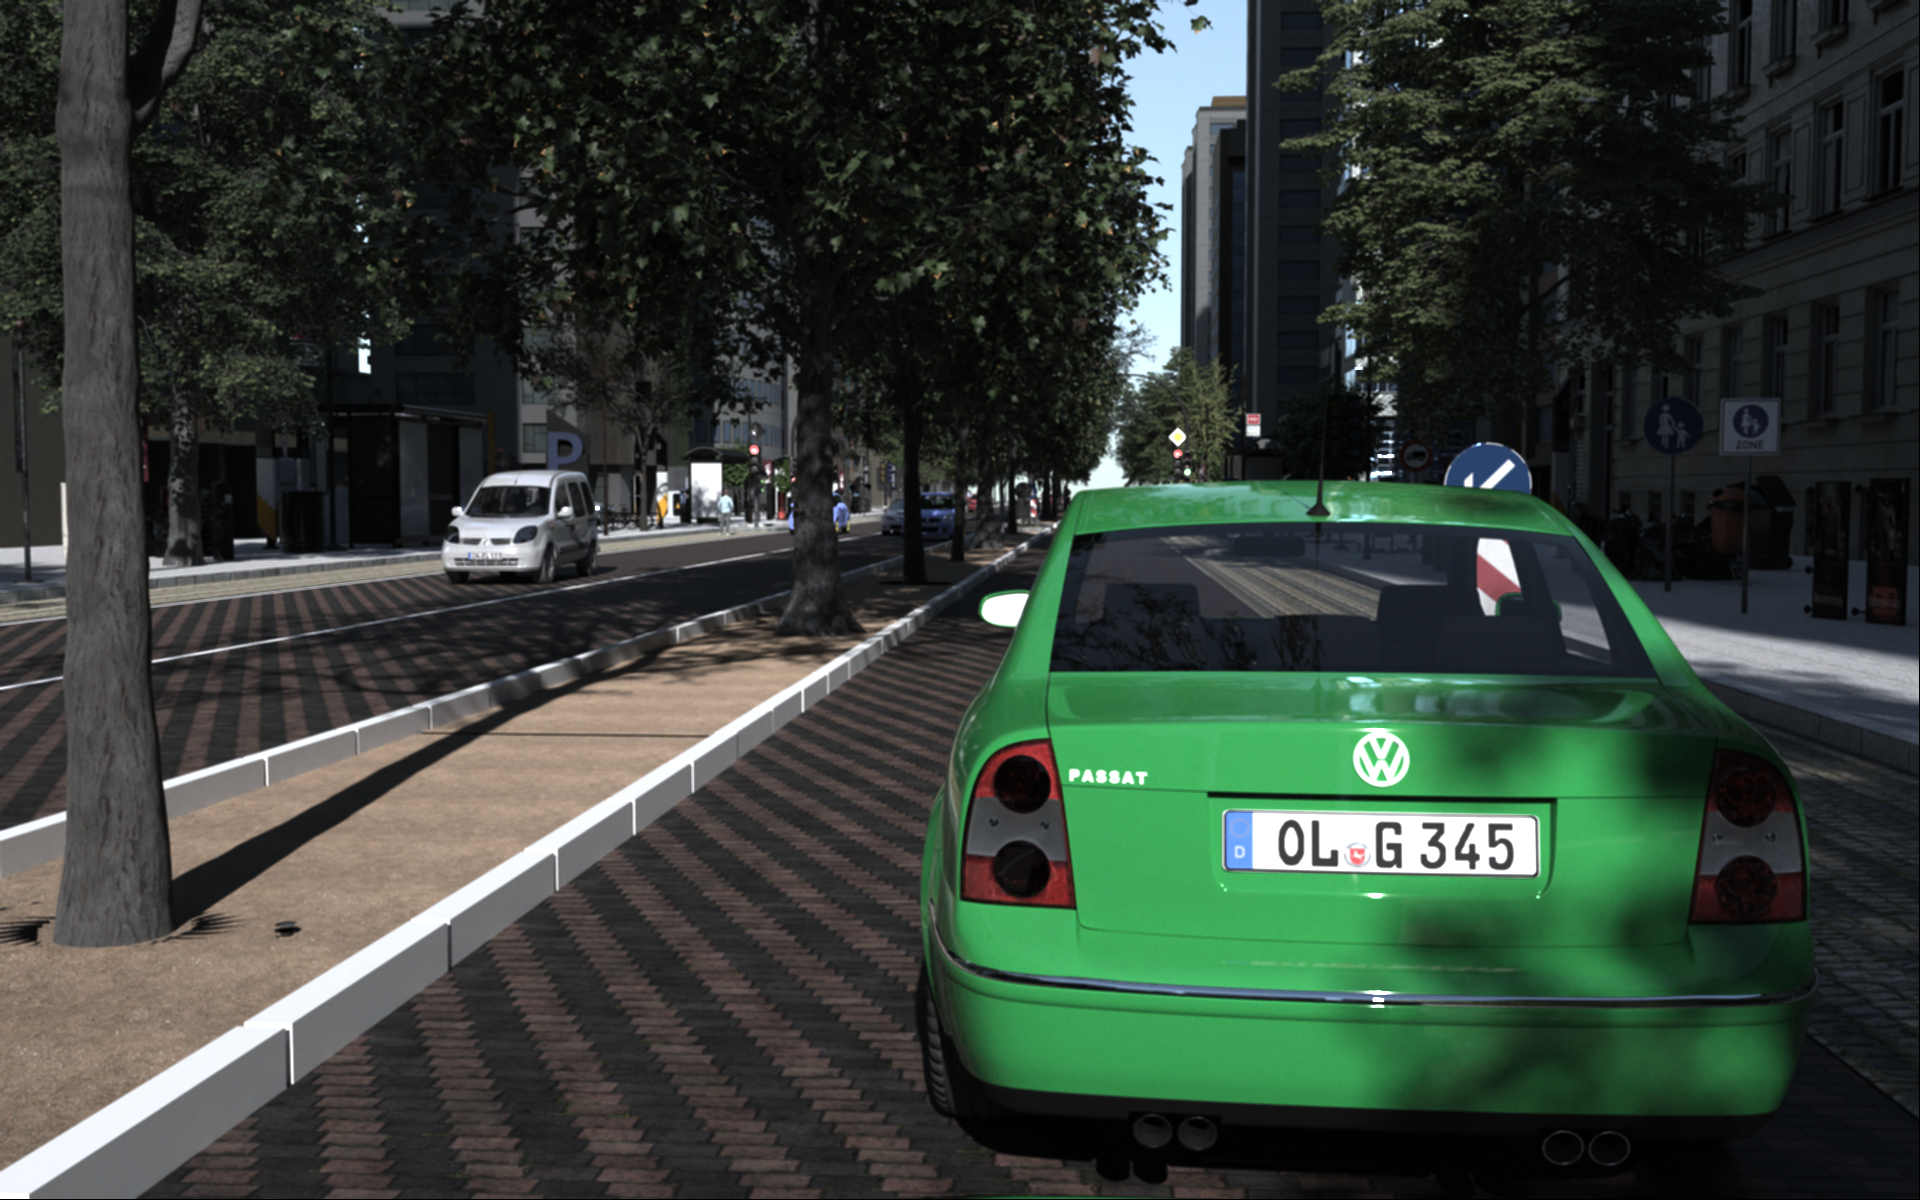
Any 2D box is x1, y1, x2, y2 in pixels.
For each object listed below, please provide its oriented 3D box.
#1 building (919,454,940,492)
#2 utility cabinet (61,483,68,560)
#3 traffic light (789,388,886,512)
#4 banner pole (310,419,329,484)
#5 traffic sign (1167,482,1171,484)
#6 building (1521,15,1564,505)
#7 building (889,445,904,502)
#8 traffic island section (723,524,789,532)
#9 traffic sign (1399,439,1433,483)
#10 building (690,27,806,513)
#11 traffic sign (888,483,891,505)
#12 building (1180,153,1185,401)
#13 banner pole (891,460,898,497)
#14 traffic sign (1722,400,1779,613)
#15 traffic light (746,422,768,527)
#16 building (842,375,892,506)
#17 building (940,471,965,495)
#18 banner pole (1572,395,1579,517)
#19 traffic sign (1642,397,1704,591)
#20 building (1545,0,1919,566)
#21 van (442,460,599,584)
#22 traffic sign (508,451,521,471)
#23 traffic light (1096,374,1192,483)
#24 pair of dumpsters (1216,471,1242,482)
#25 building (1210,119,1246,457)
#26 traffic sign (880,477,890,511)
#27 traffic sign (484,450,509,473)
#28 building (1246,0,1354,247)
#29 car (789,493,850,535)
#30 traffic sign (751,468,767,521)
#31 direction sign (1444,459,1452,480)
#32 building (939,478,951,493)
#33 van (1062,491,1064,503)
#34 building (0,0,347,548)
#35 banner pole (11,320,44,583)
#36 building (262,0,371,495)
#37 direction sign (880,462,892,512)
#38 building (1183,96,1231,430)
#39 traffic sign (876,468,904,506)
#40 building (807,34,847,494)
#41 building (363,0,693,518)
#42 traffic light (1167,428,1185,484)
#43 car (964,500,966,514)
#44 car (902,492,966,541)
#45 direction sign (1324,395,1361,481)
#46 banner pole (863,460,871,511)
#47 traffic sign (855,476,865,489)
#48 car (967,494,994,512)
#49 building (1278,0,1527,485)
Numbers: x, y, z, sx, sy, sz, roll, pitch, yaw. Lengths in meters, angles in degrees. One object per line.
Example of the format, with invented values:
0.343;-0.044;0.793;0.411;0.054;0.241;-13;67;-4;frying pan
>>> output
-10.602;-29.232;249.642;14.160;30.474;14.107;0;4;5;building
-17.174;-1.545;33.942;0.318;1.500;1.173;0;4;-4;utility cabinet
-5.106;-6.115;74.648;4.771;5.953;1.251;0;4;5;traffic light
-18.541;-3.702;50.538;0.863;3.779;0.401;-3;4;-38;banner pole
15.087;-7.532;123.251;0.768;2.556;0.104;1;4;14;traffic sign
42.959;-26.561;88.897;28.867;44.769;22.147;0;4;5;building
-13.983;-31.622;200.608;14.154;41.232;14.086;0;4;5;building
-7.893;-2.733;66.964;2.009;0.180;2.903;0;4;5;traffic island section
10.589;-2.457;40.273;0.768;2.556;0.104;1;4;14;traffic sign
-23.741;-35.636;124.643;21.231;58.520;28.212;0;4;5;building
-5.164;-7.871;128.798;0.768;2.556;0.104;0;4;5;traffic sign
47.624;-45.798;290.801;21.231;58.520;28.212;0;4;5;building
-4.775;-8.398;127.317;0.863;3.779;0.401;3;4;36;banner pole
8.445;-1.006;18.582;0.606;2.300;0.079;0;4;8;traffic sign
-7.854;-4.765;66.826;0.839;4.253;0.868;0;4;5;traffic light
-22.642;-20.507;180.331;27.650;21.520;28.899;0;4;5;building
-13.315;-27.356;292.315;27.650;21.520;28.899;0;4;5;building
15.486;-3.279;43.623;0.401;3.779;0.863;1;4;19;banner pole
9.343;-1.387;22.783;0.768;2.556;0.104;0;4;7;traffic sign
25.167;-12.669;40.416;16.112;22.955;30.059;0;4;5;building
-7.287;-1.339;28.912;2.013;2.044;4.112;0;4;3;van
-13.457;-3.179;51.980;0.884;2.594;0.081;1;4;10;traffic sign
6.461;-5.557;65.526;4.771;5.953;1.251;0;4;5;traffic light
11.859;-4.503;76.115;1.574;2.255;4.437;0;4;5;pair of dumpsters
37.451;-34.077;207.271;14.600;45.320;14.200;0;4;5;building
-5.501;-7.750;126.812;0.768;2.556;0.104;1;4;14;traffic sign
-13.543;-3.091;50.637;0.768;2.556;0.104;0;4;8;traffic sign
37.210;-37.883;161.384;21.231;58.520;28.212;0;4;5;building
-5.009;-3.192;61.781;1.945;1.707;3.694;0;4;6;car
-9.399;-4.948;81.006;0.768;2.556;0.104;1;4;10;traffic sign
31.455;-7.276;110.967;0.876;3.537;0.379;0;4;6;direction sign
-11.972;-50.621;265.896;20.563;71.187;20.611;0;4;5;building
12.659;-13.194;222.724;2.013;2.044;4.112;0;4;3;van
-34.093;-24.019;47.338;28.867;44.769;22.147;0;4;5;building
-13.414;-2.124;24.742;0.401;3.779;0.863;-1;4;-18;banner pole
-50.435;-31.114;97.952;27.495;52.752;28.713;0;4;5;building
-5.244;-7.977;122.413;0.876;3.537;0.379;0;4;3;direction sign
45.659;-44.080;262.707;21.231;58.520;28.212;0;4;5;building
-5.355;-8.571;134.009;2.265;3.308;0.079;1;4;10;traffic sign
-18.287;-31.043;157.665;14.600;45.320;14.200;0;4;5;building
-23.445;-19.851;96.271;14.160;30.474;14.107;0;4;5;building
9.209;-5.170;73.454;0.839;4.253;0.868;0;4;5;traffic light
-0.639;-6.253;114.033;2.131;1.459;4.920;0;4;3;car
-0.801;-2.723;54.118;1.945;1.707;3.694;0;4;6;car
8.790;-2.927;39.851;0.876;3.537;0.379;-1;4;-11;direction sign
-6.819;-8.454;128.247;0.863;3.779;0.401;3;4;37;banner pole
-7.127;-7.527;123.168;0.768;2.556;0.104;1;4;11;traffic sign
1.623;-7.775;136.154;2.155;1.783;4.494;0;4;4;car
36.840;-49.894;128.431;22.319;86.520;31.000;0;4;5;building
